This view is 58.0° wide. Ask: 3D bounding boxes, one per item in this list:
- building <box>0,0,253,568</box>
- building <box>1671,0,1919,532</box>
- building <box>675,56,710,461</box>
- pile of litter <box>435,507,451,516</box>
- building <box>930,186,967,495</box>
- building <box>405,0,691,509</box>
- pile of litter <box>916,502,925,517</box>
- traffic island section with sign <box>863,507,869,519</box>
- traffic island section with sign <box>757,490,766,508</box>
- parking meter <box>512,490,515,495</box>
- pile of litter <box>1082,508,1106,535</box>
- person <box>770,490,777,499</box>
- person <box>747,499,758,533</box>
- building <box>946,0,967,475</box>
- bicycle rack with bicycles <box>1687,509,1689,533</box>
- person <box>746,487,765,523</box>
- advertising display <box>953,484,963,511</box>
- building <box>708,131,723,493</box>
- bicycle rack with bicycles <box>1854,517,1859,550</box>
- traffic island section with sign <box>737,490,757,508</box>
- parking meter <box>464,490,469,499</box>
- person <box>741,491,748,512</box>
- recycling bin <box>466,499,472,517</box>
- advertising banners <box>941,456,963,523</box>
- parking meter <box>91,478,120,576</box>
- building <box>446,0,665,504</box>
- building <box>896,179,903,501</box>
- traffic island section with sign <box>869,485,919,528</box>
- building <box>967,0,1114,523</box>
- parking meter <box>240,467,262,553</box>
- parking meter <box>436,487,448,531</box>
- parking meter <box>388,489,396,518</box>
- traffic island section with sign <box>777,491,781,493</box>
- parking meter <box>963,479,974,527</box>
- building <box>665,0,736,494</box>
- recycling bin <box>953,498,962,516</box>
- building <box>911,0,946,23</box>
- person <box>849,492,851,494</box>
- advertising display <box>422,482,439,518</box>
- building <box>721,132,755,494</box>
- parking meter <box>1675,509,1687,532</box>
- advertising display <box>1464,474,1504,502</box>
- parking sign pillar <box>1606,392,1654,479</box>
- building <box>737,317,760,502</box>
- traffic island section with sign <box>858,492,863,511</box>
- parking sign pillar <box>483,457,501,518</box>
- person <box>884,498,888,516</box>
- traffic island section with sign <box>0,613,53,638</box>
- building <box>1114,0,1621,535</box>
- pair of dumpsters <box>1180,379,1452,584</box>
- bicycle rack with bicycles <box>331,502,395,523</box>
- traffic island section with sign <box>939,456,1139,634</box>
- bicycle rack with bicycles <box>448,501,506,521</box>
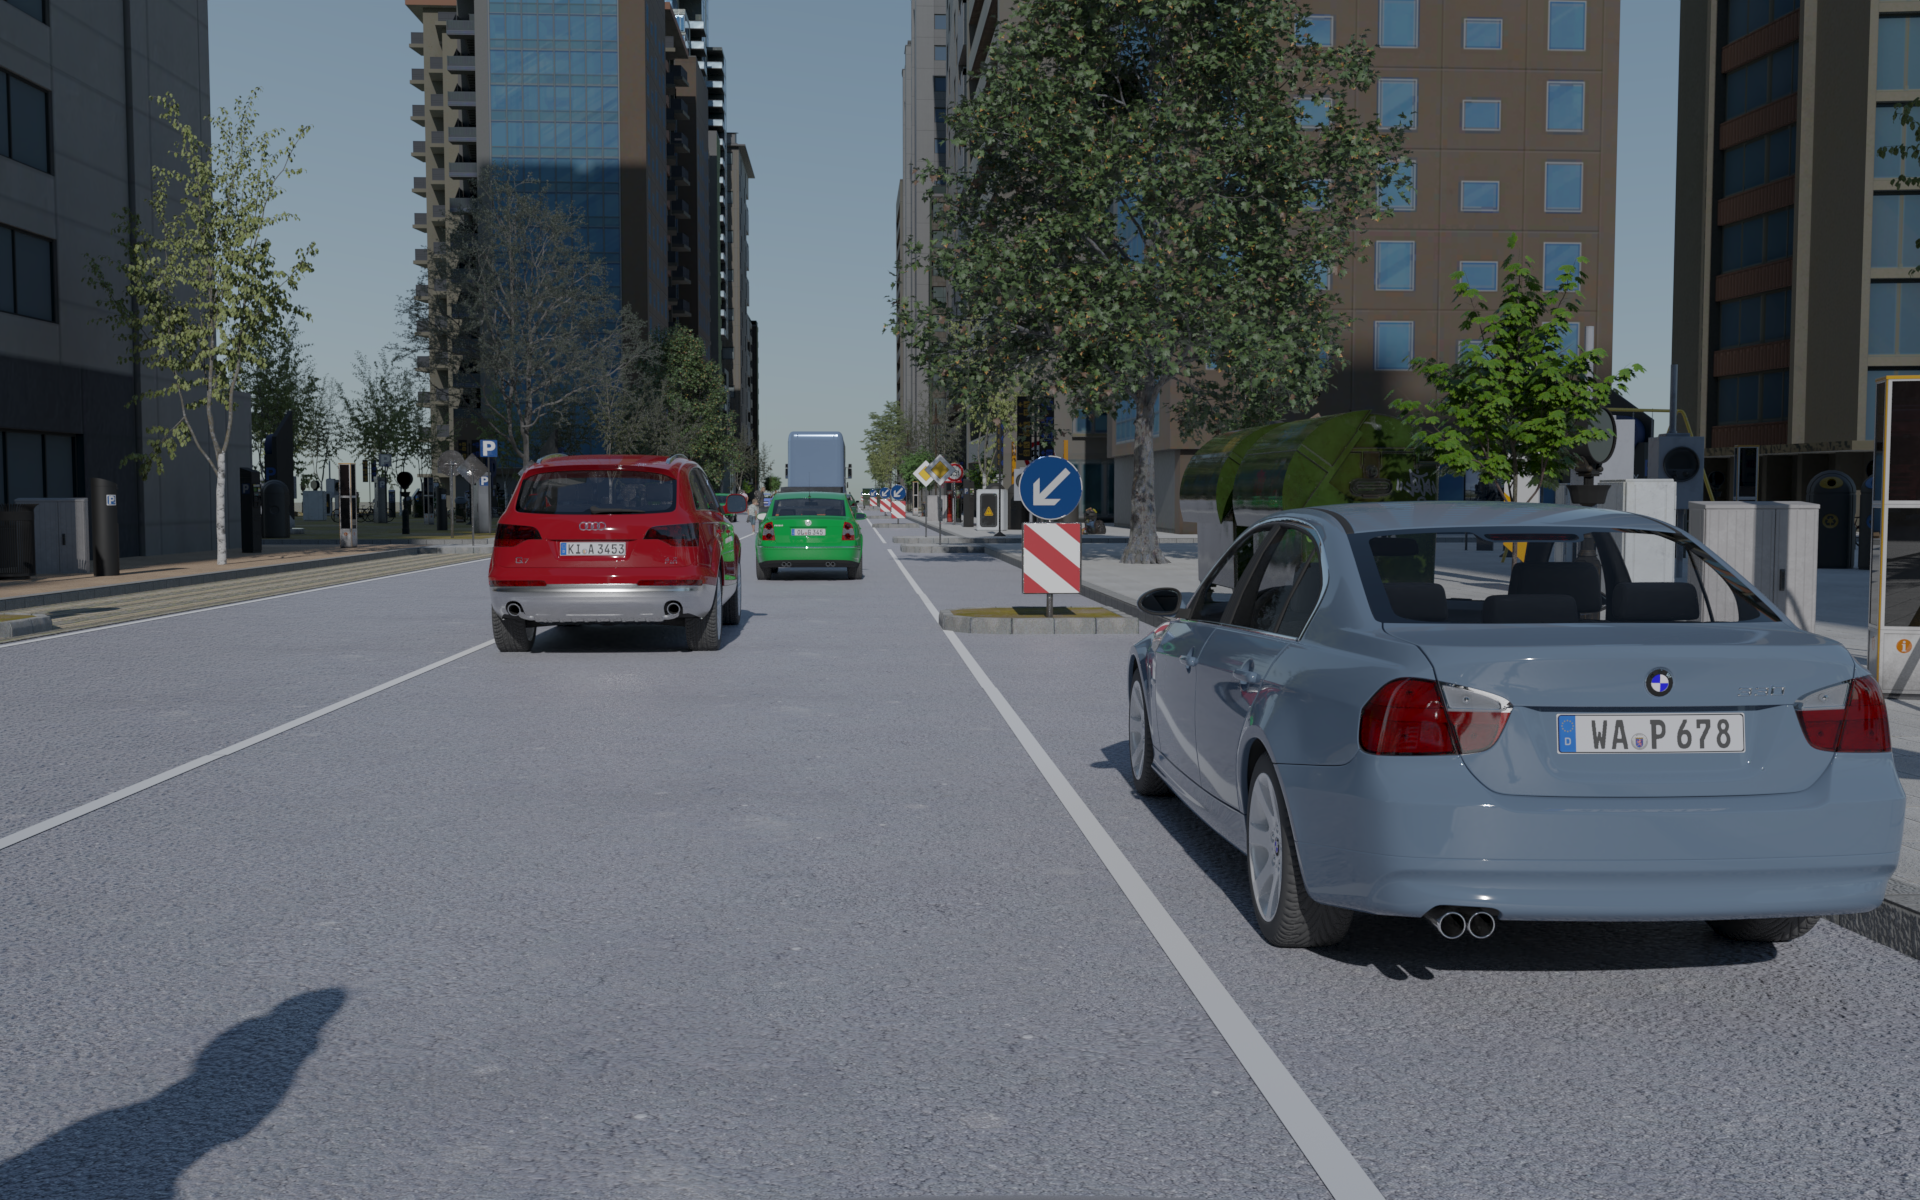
[{"bbox_3d":[-26.836,-36.147,29.248,20.611,71.187,20.563,0,4,-4],"label":"building"},{"bbox_3d":[42.467,-25.172,66.192,28.867,44.769,22.147,0,4,-4],"label":"building"},{"bbox_3d":[-32.712,-32.059,174.276,14.600,45.320,14.200,0,4,-4],"label":"building"},{"bbox_3d":[-29.766,-5.239,99.630,1.176,0.858,1.719,-1,4,-10],"label":"pile of litter"},{"bbox_3d":[4.033,-24.051,164.934,14.160,30.474,14.107,0,4,-4],"label":"building"},{"bbox_3d":[-35.534,-30.456,152.576,22.147,44.769,28.867,0,4,-4],"label":"building"},{"bbox_3d":[-1.758,-5.150,98.163,1.176,0.858,1.719,-2,4,-28],"label":"pile of litter"},{"bbox_3d":[-4.486,-5.656,101.095,1.989,1.847,2.006,0,4,-4],"label":"traffic island section with sign"},{"bbox_3d":[-20.645,-10.306,177.126,1.989,1.847,2.006,0,4,-4],"label":"traffic island section with sign"},{"bbox_3d":[-24.552,-5.334,95.620,0.372,1.533,0.369,0,3,0],"label":"parking meter"},{"bbox_3d":[3.960,-2.530,55.330,1.719,0.858,1.176,-2,4,-25],"label":"pile of litter"},{"bbox_3d":[-18.885,-10.357,177.801,1.348,1.831,0.705,-2,4,-26],"label":"person"},{"bbox_3d":[-7.521,-3.038,62.859,0.352,1.250,0.332,-2,4,-35],"label":"person"},{"bbox_3d":[12.937,-33.931,144.017,28.713,52.752,27.495,0,4,-4],"label":"building"},{"bbox_3d":[19.128,-1.826,43.236,2.925,0.926,2.852,-2,4,-32],"label":"bicycle rack with bicycles"},{"bbox_3d":[-10.159,-4.775,86.793,0.699,1.804,1.509,3,4,37],"label":"person"},{"bbox_3d":[0.011,-6.681,114.447,0.974,1.923,0.123,-1,4,-13],"label":"advertising display"},{"bbox_3d":[-33.585,-30.914,189.045,14.154,41.232,14.086,0,4,-4],"label":"building"},{"bbox_3d":[19.457,-1.652,40.386,2.852,0.926,2.925,-3,4,-36],"label":"bicycle rack with bicycles"},{"bbox_3d":[-18.925,-8.659,150.205,1.989,1.847,2.006,0,4,-4],"label":"traffic island section with sign"},{"bbox_3d":[-34.085,-6.817,119.867,0.372,1.533,0.369,0,3,0],"label":"parking meter"},{"bbox_3d":[-17.343,-7.946,139.362,0.756,1.711,0.436,2,4,25],"label":"person"},{"bbox_3d":[-27.297,-5.101,95.954,0.722,1.027,0.722,-2,4,-25],"label":"recycling bin"},{"bbox_3d":[-0.443,-5.012,78.135,0.090,3.025,2.074,-2,4,-31],"label":"advertising banners"},{"bbox_3d":[-13.411,-1.148,27.175,0.372,1.533,0.369,0,3,0],"label":"parking meter"},{"bbox_3d":[-29.910,-29.435,131.380,14.600,45.320,14.200,0,4,-4],"label":"building"},{"bbox_3d":[1.618,-38.497,253.132,21.300,48.544,21.600,0,4,-4],"label":"building"},{"bbox_3d":[-2.771,-4.010,74.194,1.989,1.847,2.006,0,4,-4],"label":"traffic island section with sign"},{"bbox_3d":[11.671,-28.288,86.217,21.300,48.544,21.600,0,4,-4],"label":"building"},{"bbox_3d":[-15.441,-1.958,37.727,0.399,1.863,0.255,1,4,22],"label":"parking meter"},{"bbox_3d":[-18.266,-3.220,61.055,0.372,1.533,0.369,0,3,0],"label":"parking meter"},{"bbox_3d":[-30.960,-5.260,94.406,0.372,1.533,0.369,0,3,0],"label":"parking meter"},{"bbox_3d":[-24.153,-13.668,232.103,1.989,1.847,2.006,0,4,-4],"label":"traffic island section with sign"},{"bbox_3d":[0.340,-3.750,67.027,0.255,1.863,0.399,-3,5,-44],"label":"parking meter"},{"bbox_3d":[-40.302,-55.774,224.576,22.319,86.520,31.000,0,4,-4],"label":"building"},{"bbox_3d":[-0.314,-5.471,102.012,0.722,1.027,0.722,-1,4,-9],"label":"recycling bin"},{"bbox_3d":[5.296,-39.347,185.322,21.231,58.520,28.212,0,4,-4],"label":"building"},{"bbox_3d":[-14.611,-13.421,228.658,1.217,1.735,0.721,-3,5,-42],"label":"person"},{"bbox_3d":[-28.188,-5.325,92.282,0.123,1.923,0.974,3,5,42],"label":"advertising display"},{"bbox_3d":[-45.059,-40.718,254.981,28.713,52.752,27.495,0,4,-4],"label":"building"},{"bbox_3d":[14.404,-1.614,34.799,0.372,1.533,0.369,0,3,0],"label":"parking meter"},{"bbox_3d":[11.898,-2.079,39.199,0.974,1.923,0.123,2,4,29],"label":"advertising display"},{"bbox_3d":[16.399,-3.319,42.731,1.447,3.967,1.447,-3,4,-37],"label":"parking sign pillar"},{"bbox_3d":[-39.543,-30.900,276.917,14.160,30.474,14.107,0,4,-4],"label":"building"},{"bbox_3d":[-7.687,-8.722,151.228,1.989,1.847,2.006,0,4,-4],"label":"traffic island section with sign"},{"bbox_3d":[-25.609,-6.475,94.339,1.447,3.967,1.447,0,4,-1],"label":"parking sign pillar"},{"bbox_3d":[-4.840,-6.152,113.371,0.425,1.301,0.394,1,4,14],"label":"person"},{"bbox_3d":[-10.445,-0.545,17.533,1.989,1.847,2.006,0,4,-4],"label":"traffic island section with sign"},{"bbox_3d":[13.236,-25.100,60.494,14.200,45.320,14.600,0,4,-4],"label":"building"},{"bbox_3d":[3.310,-0.870,16.721,1.574,2.255,4.437,0,4,-4],"label":"pair of dumpsters"},{"bbox_3d":[-27.397,-4.029,79.248,2.925,0.926,2.852,-2,4,-27],"label":"bicycle rack with bicycles"},{"bbox_3d":[0.783,-0.612,18.638,1.989,1.847,2.006,0,4,-4],"label":"traffic island section with sign"},{"bbox_3d":[-23.551,-4.335,84.251,2.925,0.926,2.852,0,4,7],"label":"bicycle rack with bicycles"}]
